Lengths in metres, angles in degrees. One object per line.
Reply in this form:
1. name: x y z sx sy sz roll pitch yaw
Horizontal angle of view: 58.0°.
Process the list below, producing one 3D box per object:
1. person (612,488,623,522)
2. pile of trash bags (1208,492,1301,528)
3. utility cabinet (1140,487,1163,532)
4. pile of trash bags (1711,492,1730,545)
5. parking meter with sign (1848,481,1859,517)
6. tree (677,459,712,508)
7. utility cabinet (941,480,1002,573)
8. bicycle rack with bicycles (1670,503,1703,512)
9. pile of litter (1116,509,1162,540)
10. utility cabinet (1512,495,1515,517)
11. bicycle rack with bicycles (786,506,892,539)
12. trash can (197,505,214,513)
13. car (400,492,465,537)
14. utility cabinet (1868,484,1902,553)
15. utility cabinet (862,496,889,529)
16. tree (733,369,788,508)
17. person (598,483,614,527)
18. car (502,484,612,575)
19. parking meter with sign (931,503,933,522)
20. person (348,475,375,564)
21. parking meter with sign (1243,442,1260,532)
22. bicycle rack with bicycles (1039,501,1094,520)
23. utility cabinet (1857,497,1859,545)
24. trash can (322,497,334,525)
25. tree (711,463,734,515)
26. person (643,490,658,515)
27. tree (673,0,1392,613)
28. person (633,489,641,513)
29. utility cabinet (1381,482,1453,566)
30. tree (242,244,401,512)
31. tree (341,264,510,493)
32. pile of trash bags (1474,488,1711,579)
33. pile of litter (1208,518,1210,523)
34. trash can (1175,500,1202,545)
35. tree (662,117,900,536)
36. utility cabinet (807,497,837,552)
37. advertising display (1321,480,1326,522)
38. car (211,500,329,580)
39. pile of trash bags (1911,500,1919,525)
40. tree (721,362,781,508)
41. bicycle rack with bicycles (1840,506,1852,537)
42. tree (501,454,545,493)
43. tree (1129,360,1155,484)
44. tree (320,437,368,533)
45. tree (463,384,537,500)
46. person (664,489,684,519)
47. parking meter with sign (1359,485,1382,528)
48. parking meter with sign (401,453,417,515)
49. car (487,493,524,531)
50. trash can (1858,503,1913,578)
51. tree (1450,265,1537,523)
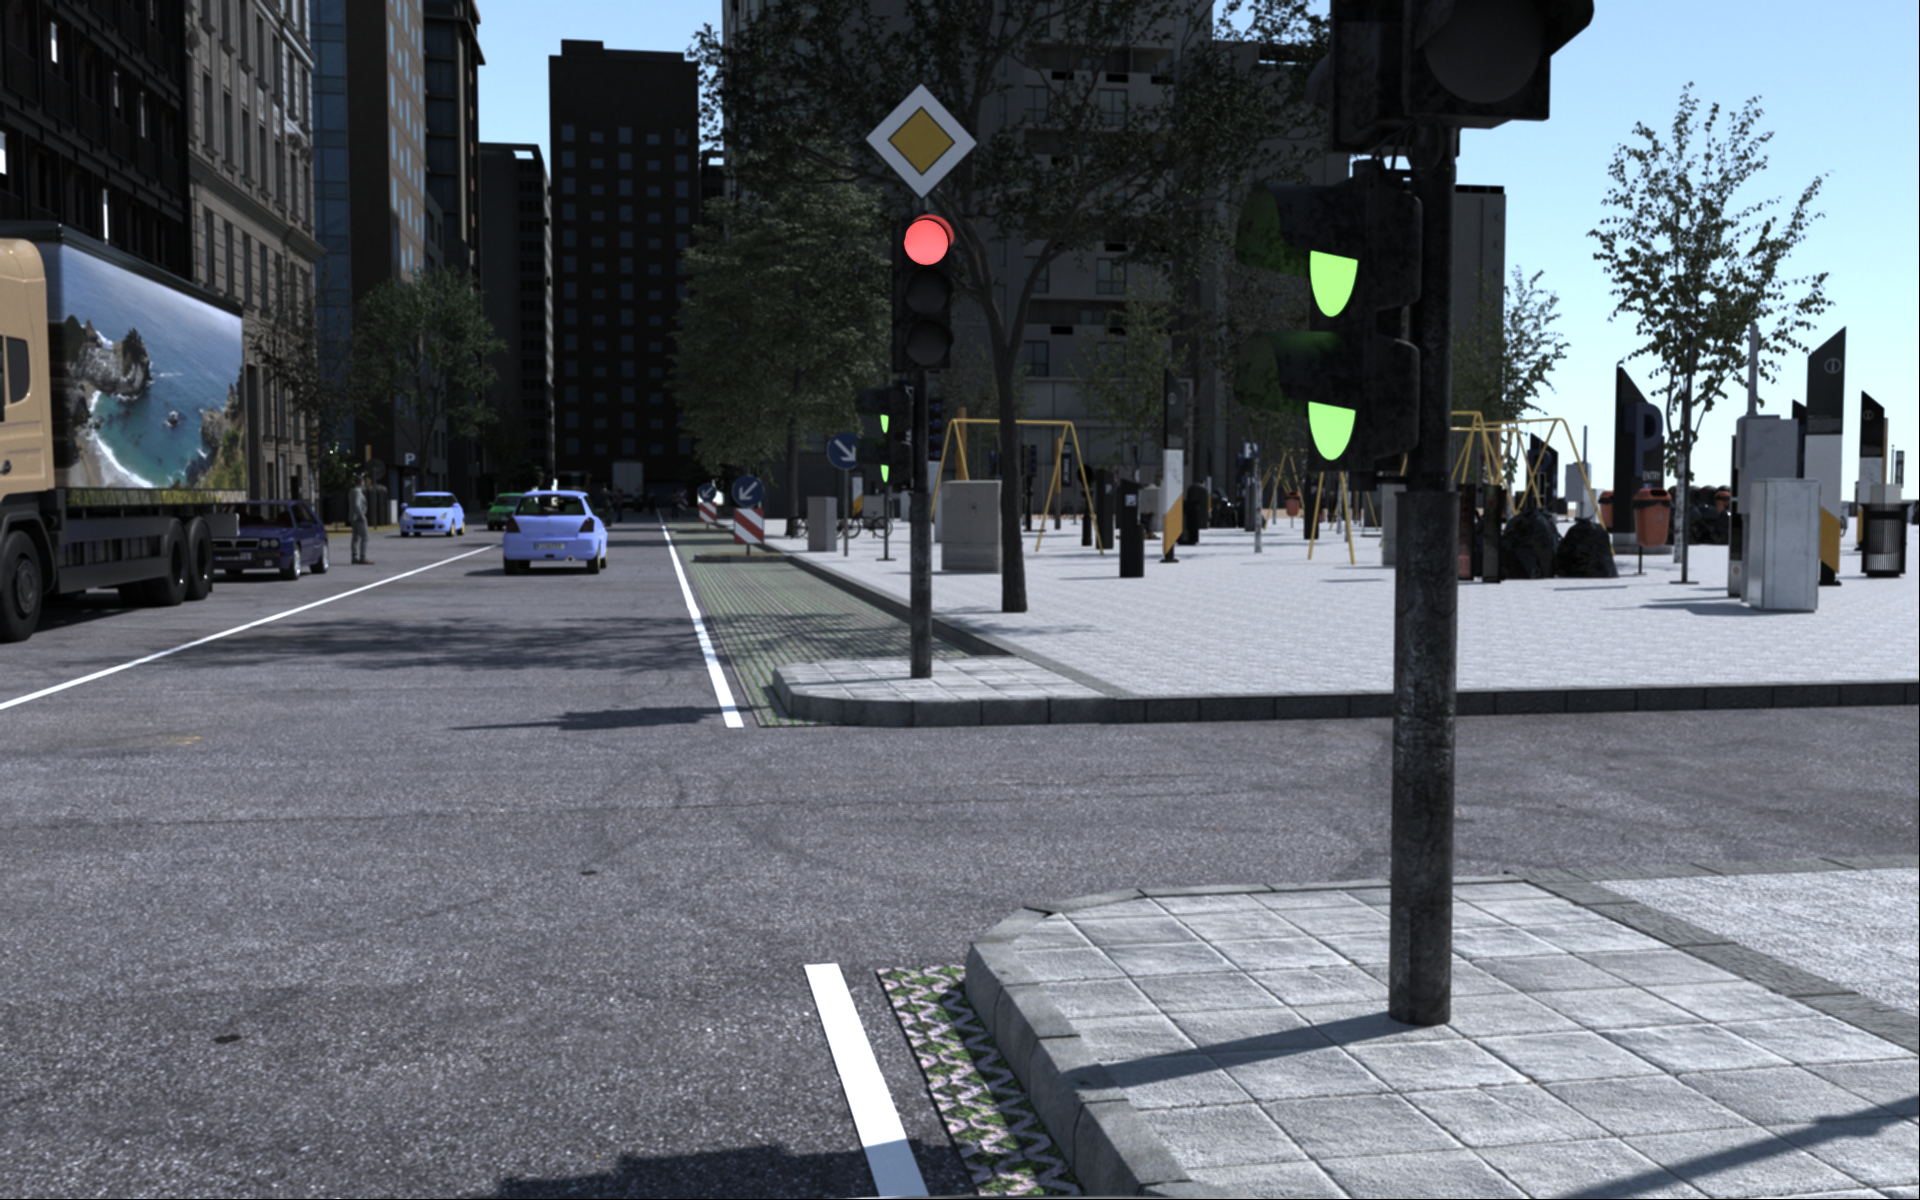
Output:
1. person: -17.728 -4.922 89.696 0.721 1.743 1.217 1 4 13
2. pile of trash bags: 11.121 -3.401 65.355 3.447 1.369 1.912 0 4 8
3. utility cabinet: 6.384 -3.010 57.886 0.318 1.500 1.173 -2 4 -28
4. pile of trash bags: 18.088 -2.112 44.279 3.447 1.369 1.912 0 4 5
5. parking meter with sign: 50.899 -6.206 97.731 1.738 3.016 0.543 -1 4 -11
6. tree: -24.890 -10.932 162.452 4.285 4.588 4.351 0 3 0
7. utility cabinet: 0.236 -1.199 28.280 1.173 1.500 0.318 3 4 38
8. bicycle rack with bicycles: 28.725 -3.269 66.836 2.925 0.926 2.852 0 4 7
9. pile of litter: 5.067 -2.150 49.111 1.176 0.858 1.719 -1 4 -12
10. utility cabinet: 25.022 -4.177 79.462 1.020 1.237 0.306 2 4 28
11. bicycle rack with bicycles: -3.738 -2.232 49.876 2.925 0.926 2.852 1 4 23
12. trash can: -16.904 -1.642 38.498 0.748 1.137 0.748 0 3 0
13. car: -17.871 -3.002 58.677 1.945 1.707 3.694 0 4 -8
14. utility cabinet: 19.966 -1.757 37.402 0.318 1.500 1.173 3 5 44
15. utility cabinet: -3.087 -3.193 63.375 1.020 1.237 0.306 3 4 37
16. tree: -9.297 -8.061 82.153 4.737 8.622 4.395 0 3 0
17. person: -15.547 -4.164 75.942 0.474 1.900 0.648 3 5 40
18. car: -7.484 -1.383 32.200 1.945 1.707 3.694 -1 4 -9
19. parking meter with sign: -1.281 -5.042 78.704 1.738 3.016 0.543 -1 4 -10
20. person: -12.294 -1.639 35.398 0.391 1.810 0.635 -3 5 -43
21. parking meter with sign: 9.990 -3.843 59.094 0.543 3.016 1.738 1 4 14
22. bicycle rack with bicycles: 5.260 -4.576 88.206 2.852 0.926 2.925 -1 4 -18
23. utility cabinet: 23.053 -1.988 43.664 1.020 1.237 0.306 -2 4 -31
24. trash can: -26.439 -3.701 72.159 0.748 1.137 0.748 0 3 0
25. tree: -14.599 -6.899 107.401 1.663 3.219 1.824 0 3 0
26. person: -21.075 -6.658 118.094 1.217 1.736 0.721 2 4 27
27. tree: 0.668 -5.166 18.879 8.767 10.594 7.601 1 4 9
28. person: -24.919 -7.670 133.769 0.709 1.838 0.599 1 4 17
29. utility cabinet: 8.028 -1.330 30.425 1.173 1.500 0.318 0 4 6
30. tree: -19.266 -6.210 51.902 4.360 8.622 3.978 0 3 0
31. tree: -24.169 -9.308 77.937 9.928 11.665 9.643 0 3 0
32. pile of trash bags: 9.596 -1.064 27.153 3.447 1.369 1.912 -1 4 -14
33. pile of litter: 11.835 -3.891 77.590 1.719 0.858 1.176 1 4 10
34. trash can: 5.713 -1.954 43.607 0.748 1.137 0.748 0 3 0
35. tree: -4.714 -8.228 52.658 7.486 12.596 7.792 0 3 0
36. utility cabinet: -3.084 -1.691 38.814 0.306 1.237 1.020 -2 4 -28
37. advertising display: 16.364 -4.553 79.657 0.974 1.923 0.123 3 4 36
38. car: -12.057 -1.054 29.817 1.945 1.354 3.894 -1 4 -10
39. pile of trash bags: 41.407 -3.883 73.247 1.912 1.369 3.447 3 4 36
40. tree: -10.835 -8.430 88.190 4.360 8.622 3.978 0 3 0
41. bicycle rack with bicycles: 27.177 -2.411 52.809 2.852 0.926 2.925 2 4 31
42. tree: -35.228 -9.477 138.666 4.285 4.588 4.351 0 3 0
43. tree: 10.220 -8.289 85.885 4.360 8.622 3.978 0 3 0
44. tree: -20.879 -3.863 57.756 1.663 3.219 1.824 0 3 0
45. tree: -30.257 -9.985 113.625 4.737 8.622 4.395 0 3 0
46. person: -16.628 -5.601 100.787 1.217 1.736 0.721 1 4 9
47. parking meter with sign: 15.994 -4.328 67.017 0.543 3.016 1.738 -1 4 -22
48. parking meter with sign: -22.935 -4.632 72.000 0.543 3.016 1.738 -1 4 -11
49. car: -17.744 -3.683 69.021 1.959 1.807 4.718 -1 4 -8
50. trash can: 14.270 -0.923 26.743 0.748 1.137 0.748 0 3 0
51. tree: 17.269 -6.396 54.940 4.737 8.622 4.395 0 3 0
